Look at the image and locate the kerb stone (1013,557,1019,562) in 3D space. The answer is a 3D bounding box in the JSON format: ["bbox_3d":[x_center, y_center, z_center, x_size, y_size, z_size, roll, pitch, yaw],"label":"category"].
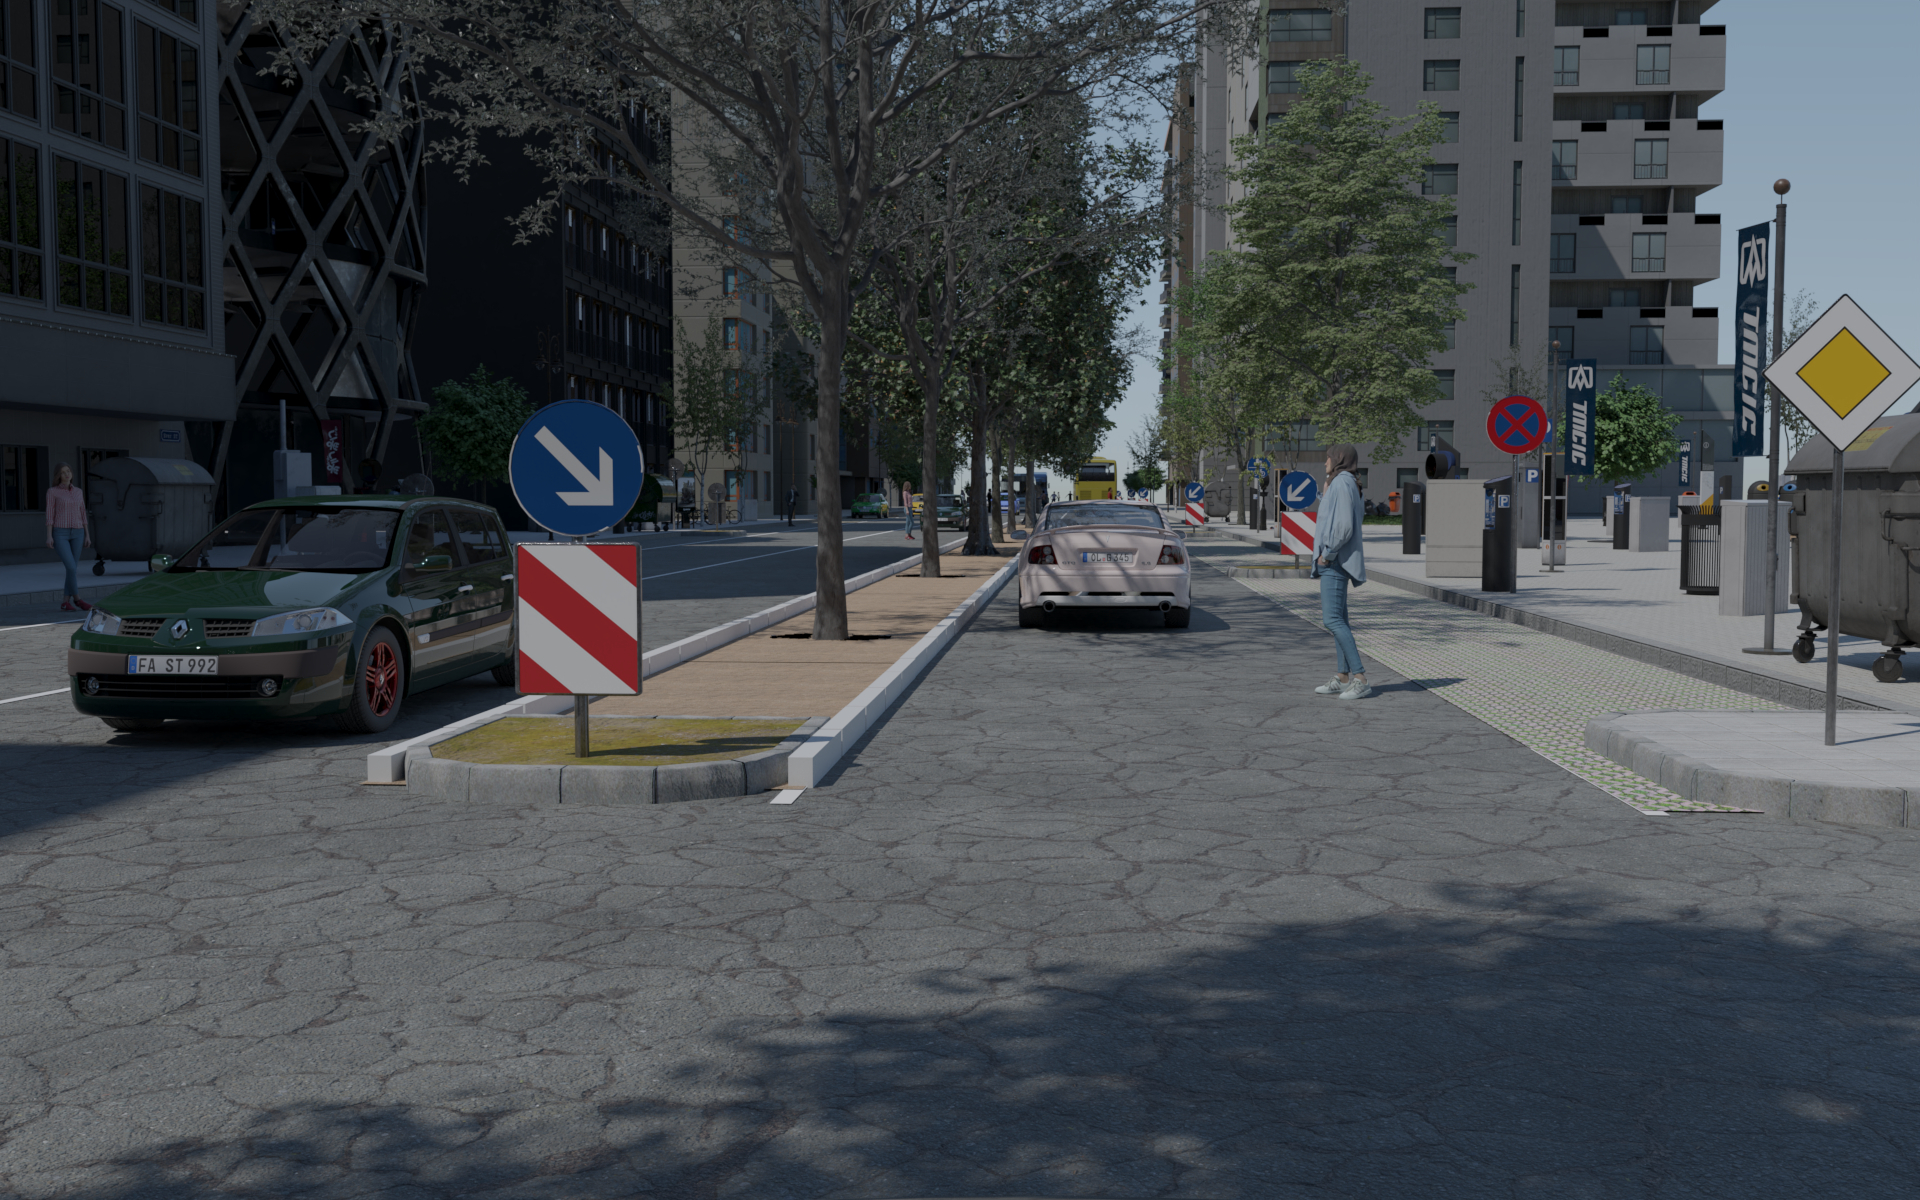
[{"bbox_3d":[1.026,-0.689,33.454,0.120,0.150,1.000,0,4,4],"label":"kerb stone"}]

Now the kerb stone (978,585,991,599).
[{"bbox_3d":[0.291,-0.061,23.235,0.120,0.150,1.000,0,4,4],"label":"kerb stone"}]

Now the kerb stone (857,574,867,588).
[{"bbox_3d":[-1.575,-0.258,26.420,0.120,0.150,1.000,0,4,4],"label":"kerb stone"}]

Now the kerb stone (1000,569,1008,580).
[{"bbox_3d":[0.659,-0.375,28.331,0.120,0.150,1.000,0,4,4],"label":"kerb stone"}]

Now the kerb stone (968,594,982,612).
[{"bbox_3d":[0.150,0.061,21.195,0.120,0.150,1.000,0,4,4],"label":"kerb stone"}]

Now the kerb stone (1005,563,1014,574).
[{"bbox_3d":[0.815,-0.501,30.385,0.120,0.150,1.000,0,4,4],"label":"kerb stone"}]

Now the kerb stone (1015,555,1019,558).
[{"bbox_3d":[1.109,-0.751,34.476,0.120,0.150,1.000,0,4,4],"label":"kerb stone"}]

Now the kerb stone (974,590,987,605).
[{"bbox_3d":[0.219,0.005,22.216,0.120,0.150,1.000,0,4,4],"label":"kerb stone"}]

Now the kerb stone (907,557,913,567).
[{"bbox_3d":[-1.065,-0.695,33.577,0.120,0.150,1.000,0,4,4],"label":"kerb stone"}]

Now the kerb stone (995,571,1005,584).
[{"bbox_3d":[0.594,-0.313,27.311,0.120,0.150,1.000,0,4,4],"label":"kerb stone"}]

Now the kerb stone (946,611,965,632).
[{"bbox_3d":[-0.073,0.248,18.136,0.120,0.150,1.000,0,4,4],"label":"kerb stone"}]

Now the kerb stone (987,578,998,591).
[{"bbox_3d":[0.435,-0.186,25.274,0.120,0.150,1.000,0,4,4],"label":"kerb stone"}]

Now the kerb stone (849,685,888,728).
[{"bbox_3d":[-0.591,0.686,10.986,0.120,0.150,1.000,0,4,4],"label":"kerb stone"}]

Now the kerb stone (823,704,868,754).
[{"bbox_3d":[-0.667,0.748,9.965,0.120,0.150,1.000,0,4,4],"label":"kerb stone"}]

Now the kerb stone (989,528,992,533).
[{"bbox_3d":[1.309,-2.698,66.328,0.120,0.150,1.000,0,4,4],"label":"kerb stone"}]

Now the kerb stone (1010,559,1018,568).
[{"bbox_3d":[0.954,-0.626,32.430,0.120,0.150,1.000,0,4,4],"label":"kerb stone"}]

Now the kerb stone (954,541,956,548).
[{"bbox_3d":[-0.253,-1.384,44.840,0.120,0.150,1.000,0,4,4],"label":"kerb stone"}]

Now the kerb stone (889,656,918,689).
[{"bbox_3d":[-0.443,0.562,13.027,0.120,0.150,1.000,0,4,4],"label":"kerb stone"}]

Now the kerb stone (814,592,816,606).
[{"bbox_3d":[-1.871,-0.005,22.340,0.120,0.150,1.000,0,4,4],"label":"kerb stone"}]

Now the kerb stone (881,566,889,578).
[{"bbox_3d":[-1.361,-0.447,29.497,0.120,0.150,1.000,0,4,4],"label":"kerb stone"}]

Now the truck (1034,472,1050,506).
[{"bbox_3d":[9.893,-13.940,217.676,2.967,4.110,18.799,0,4,4],"label":"truck"}]

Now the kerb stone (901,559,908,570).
[{"bbox_3d":[-1.128,-0.627,32.555,0.120,0.150,1.000,0,4,4],"label":"kerb stone"}]

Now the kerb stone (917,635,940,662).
[{"bbox_3d":[-0.302,0.440,15.070,0.120,0.150,1.000,0,4,4],"label":"kerb stone"}]

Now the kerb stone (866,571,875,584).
[{"bbox_3d":[-1.509,-0.321,27.441,0.120,0.150,1.000,0,4,4],"label":"kerb stone"}]

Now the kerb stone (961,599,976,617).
[{"bbox_3d":[0.069,0.125,20.176,0.120,0.150,1.000,0,4,4],"label":"kerb stone"}]

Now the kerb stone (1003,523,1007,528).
[{"bbox_3d":[2.120,-3.386,77.587,0.120,0.150,1.000,0,4,4],"label":"kerb stone"}]

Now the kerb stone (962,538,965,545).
[{"bbox_3d":[-0.031,-1.573,47.917,0.120,0.150,1.000,0,4,4],"label":"kerb stone"}]

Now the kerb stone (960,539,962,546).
[{"bbox_3d":[-0.100,-1.510,46.897,0.120,0.150,1.000,0,4,4],"label":"kerb stone"}]

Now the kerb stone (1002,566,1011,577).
[{"bbox_3d":[0.745,-0.438,29.356,0.120,0.150,1.000,0,4,4],"label":"kerb stone"}]

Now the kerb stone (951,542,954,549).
[{"bbox_3d":[-0.318,-1.318,43.821,0.120,0.150,1.000,0,4,4],"label":"kerb stone"}]

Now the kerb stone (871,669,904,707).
[{"bbox_3d":[-0.517,0.624,12.005,0.120,0.150,1.000,0,4,4],"label":"kerb stone"}]

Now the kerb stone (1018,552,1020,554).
[{"bbox_3d":[1.257,-0.875,36.520,0.120,0.150,1.000,0,4,4],"label":"kerb stone"}]

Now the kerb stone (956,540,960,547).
[{"bbox_3d":[-0.174,-1.447,45.869,0.120,0.150,1.000,0,4,4],"label":"kerb stone"}]

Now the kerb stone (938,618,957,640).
[{"bbox_3d":[-0.154,0.311,17.116,0.120,0.150,1.000,0,4,4],"label":"kerb stone"}]

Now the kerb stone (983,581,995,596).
[{"bbox_3d":[0.370,-0.126,24.254,0.120,0.150,1.000,0,4,4],"label":"kerb stone"}]

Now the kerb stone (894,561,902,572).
[{"bbox_3d":[-1.207,-0.571,31.536,0.120,0.150,1.000,0,4,4],"label":"kerb stone"}]

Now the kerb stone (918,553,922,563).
[{"bbox_3d":[-0.918,-0.822,35.631,0.120,0.150,1.000,0,4,4],"label":"kerb stone"}]

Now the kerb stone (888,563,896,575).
[{"bbox_3d":[-1.292,-0.505,30.518,0.120,0.150,1.000,0,4,4],"label":"kerb stone"}]

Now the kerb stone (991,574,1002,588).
[{"bbox_3d":[0.515,-0.251,26.292,0.120,0.150,1.000,0,4,4],"label":"kerb stone"}]

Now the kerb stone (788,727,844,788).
[{"bbox_3d":[-0.741,0.811,8.937,0.120,0.150,1.000,0,4,4],"label":"kerb stone"}]

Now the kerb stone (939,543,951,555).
[{"bbox_3d":[-0.393,-1.259,42.801,0.120,0.150,1.000,0,4,4],"label":"kerb stone"}]

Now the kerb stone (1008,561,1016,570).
[{"bbox_3d":[0.887,-0.564,31.410,0.120,0.150,1.000,0,4,4],"label":"kerb stone"}]

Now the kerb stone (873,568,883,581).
[{"bbox_3d":[-1.427,-0.384,28.477,0.120,0.150,1.000,0,4,4],"label":"kerb stone"}]

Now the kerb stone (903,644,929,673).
[{"bbox_3d":[-0.376,0.498,14.050,0.120,0.150,1.000,0,4,4],"label":"kerb stone"}]

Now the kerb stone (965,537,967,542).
[{"bbox_3d":[0.046,-1.630,48.940,0.120,0.150,1.000,0,4,4],"label":"kerb stone"}]

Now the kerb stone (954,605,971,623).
[{"bbox_3d":[-0.002,0.186,19.157,0.120,0.150,1.000,0,4,4],"label":"kerb stone"}]

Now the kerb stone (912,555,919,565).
[{"bbox_3d":[-0.985,-0.756,34.602,0.120,0.150,1.000,0,4,4],"label":"kerb stone"}]

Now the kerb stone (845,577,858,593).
[{"bbox_3d":[-1.656,-0.196,25.402,0.120,0.150,1.000,0,4,4],"label":"kerb stone"}]

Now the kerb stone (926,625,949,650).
[{"bbox_3d":[-0.229,0.373,16.089,0.120,0.150,1.000,0,4,4],"label":"kerb stone"}]
